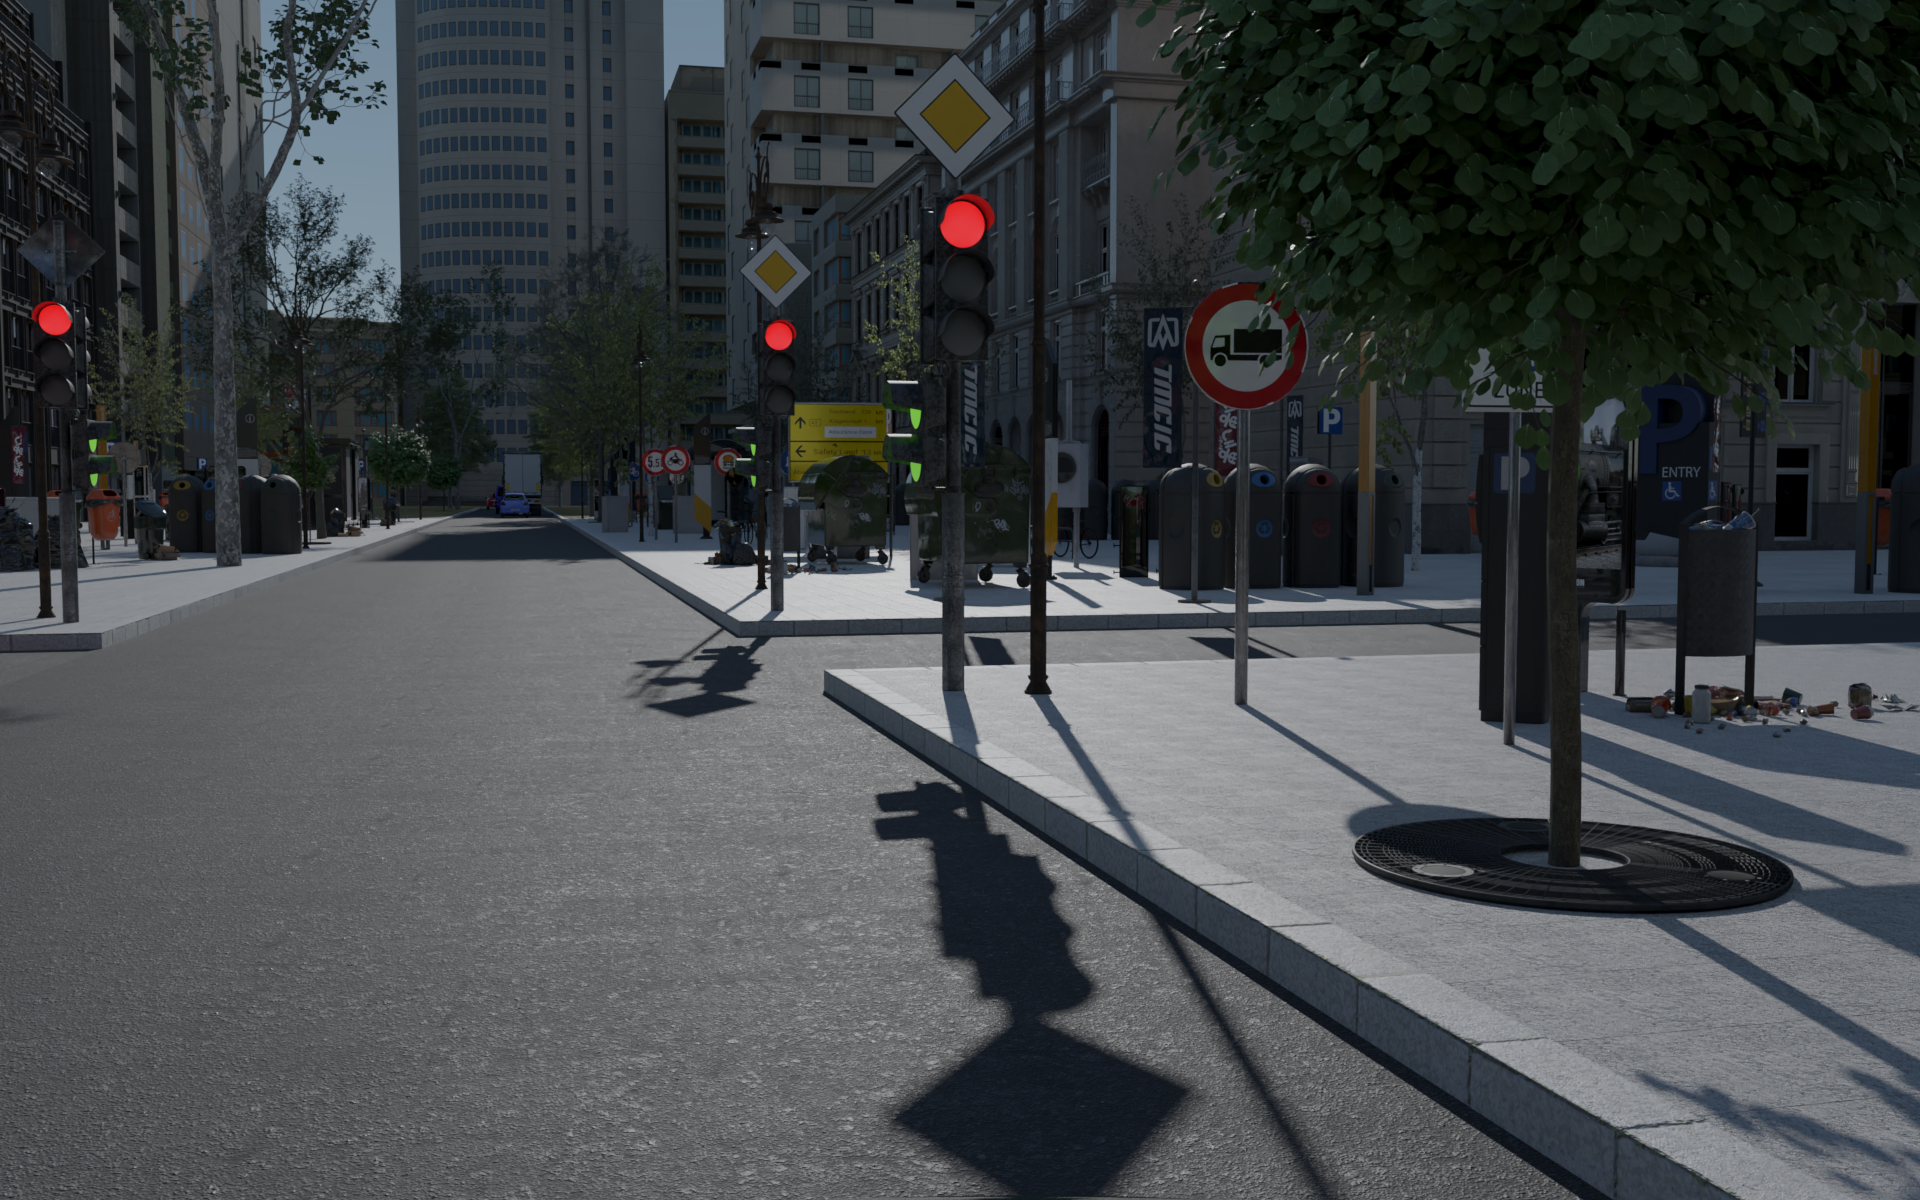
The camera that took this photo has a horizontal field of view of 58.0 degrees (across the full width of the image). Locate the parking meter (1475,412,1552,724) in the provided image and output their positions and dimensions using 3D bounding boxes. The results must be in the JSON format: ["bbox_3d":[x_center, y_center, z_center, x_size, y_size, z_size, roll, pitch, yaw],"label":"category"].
[{"bbox_3d":[3.129,-0.248,9.771,0.399,1.863,0.255,2,4,29],"label":"parking meter"}]

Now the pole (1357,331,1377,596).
[{"bbox_3d":[5.135,-1.713,21.851,0.158,3.312,0.155,0,3,0],"label":"pole"}]

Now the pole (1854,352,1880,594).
[{"bbox_3d":[11.635,-1.734,22.199,0.158,3.312,0.155,0,3,0],"label":"pole"}]

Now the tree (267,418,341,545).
[{"bbox_3d":[-16.503,-3.026,44.070,1.663,3.219,1.824,0,3,0],"label":"tree"}]

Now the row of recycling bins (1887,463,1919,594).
[{"bbox_3d":[13.804,-0.976,23.069,3.534,1.692,1.069,-1,4,-21],"label":"row of recycling bins"}]

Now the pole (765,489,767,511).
[{"bbox_3d":[-6.645,-3.978,58.886,0.158,3.312,0.155,0,3,0],"label":"pole"}]

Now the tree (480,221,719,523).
[{"bbox_3d":[-15.963,-10.212,77.333,12.009,13.543,11.850,0,3,0],"label":"tree"}]

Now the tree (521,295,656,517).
[{"bbox_3d":[-20.427,-10.967,97.433,7.486,12.596,7.792,0,3,0],"label":"tree"}]

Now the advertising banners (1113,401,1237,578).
[{"bbox_3d":[3.396,-1.861,26.622,2.074,3.025,0.090,0,4,-5],"label":"advertising banners"}]

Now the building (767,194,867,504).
[{"bbox_3d":[2.687,-16.662,117.469,27.650,21.520,28.899,-1,4,-14],"label":"building"}]

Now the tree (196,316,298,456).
[{"bbox_3d":[-29.713,-7.487,72.770,4.737,8.622,4.395,0,3,0],"label":"tree"}]

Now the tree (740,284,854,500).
[{"bbox_3d":[-5.244,-6.787,61.334,4.360,8.622,3.978,0,3,0],"label":"tree"}]

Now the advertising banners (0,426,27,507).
[{"bbox_3d":[-24.507,-2.925,44.006,0.090,3.025,2.074,1,4,18],"label":"advertising banners"}]

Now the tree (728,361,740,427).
[{"bbox_3d":[-8.980,-8.120,83.127,4.360,8.622,3.978,0,3,0],"label":"tree"}]

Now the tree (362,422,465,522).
[{"bbox_3d":[-25.548,-5.815,78.790,4.285,4.588,4.351,0,3,0],"label":"tree"}]

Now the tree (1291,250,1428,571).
[{"bbox_3d":[7.407,-4.797,28.796,4.737,8.622,4.395,0,3,0],"label":"tree"}]

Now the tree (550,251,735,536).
[{"bbox_3d":[-9.274,-6.253,52.607,4.737,8.622,4.395,0,3,0],"label":"tree"}]

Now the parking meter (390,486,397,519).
[{"bbox_3d":[-29.185,-5.115,89.348,0.255,1.863,0.399,0,4,7],"label":"parking meter"}]

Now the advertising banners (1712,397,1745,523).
[{"bbox_3d":[9.910,-1.602,22.384,0.090,3.025,2.074,2,4,34],"label":"advertising banners"}]

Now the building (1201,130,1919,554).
[{"bbox_3d":[19.967,-15.115,44.390,25.104,27.353,12.463,-1,4,-14],"label":"building"}]

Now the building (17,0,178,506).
[{"bbox_3d":[-50.752,-19.588,91.963,14.160,30.474,14.107,-1,4,-14],"label":"building"}]

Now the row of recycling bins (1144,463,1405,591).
[{"bbox_3d":[4.408,-1.020,23.784,3.534,1.692,1.069,-1,4,-16],"label":"row of recycling bins"}]

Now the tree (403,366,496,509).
[{"bbox_3d":[-44.730,-14.303,151.981,7.486,12.596,7.792,0,3,0],"label":"tree"}]

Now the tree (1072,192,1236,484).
[{"bbox_3d":[4.950,-5.579,41.581,4.360,8.622,3.978,0,3,0],"label":"tree"}]

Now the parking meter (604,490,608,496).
[{"bbox_3d":[-18.361,-5.004,90.224,0.372,1.533,0.369,0,3,0],"label":"parking meter"}]

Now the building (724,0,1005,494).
[{"bbox_3d":[-4.544,-33.913,143.720,28.713,52.752,27.495,-1,4,-14],"label":"building"}]

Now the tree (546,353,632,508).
[{"bbox_3d":[-18.646,-8.430,88.187,4.360,8.622,3.978,0,3,0],"label":"tree"}]

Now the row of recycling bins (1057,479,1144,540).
[{"bbox_3d":[4.204,-2.534,48.545,3.534,1.692,1.069,0,4,-8],"label":"row of recycling bins"}]

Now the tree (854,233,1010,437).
[{"bbox_3d":[-0.757,-6.001,48.478,4.360,8.622,3.978,0,3,0],"label":"tree"}]

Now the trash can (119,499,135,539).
[{"bbox_3d":[-23.808,-2.331,49.773,0.748,1.137,0.748,0,3,0],"label":"trash can"}]

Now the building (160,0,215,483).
[{"bbox_3d":[-53.855,-27.846,105.399,14.600,45.320,14.200,-1,4,-14],"label":"building"}]

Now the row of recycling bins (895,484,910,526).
[{"bbox_3d":[-3.608,-3.926,71.307,3.534,1.692,1.069,1,4,21],"label":"row of recycling bins"}]

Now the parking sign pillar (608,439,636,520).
[{"bbox_3d":[-16.492,-5.869,84.428,1.447,3.967,1.447,-3,4,-36],"label":"parking sign pillar"}]

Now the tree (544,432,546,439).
[{"bbox_3d":[-36.148,-12.687,157.787,4.360,8.622,3.978,0,3,0],"label":"tree"}]

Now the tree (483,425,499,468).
[{"bbox_3d":[-47.743,-14.110,165.117,8.767,10.594,7.601,0,4,5],"label":"tree"}]

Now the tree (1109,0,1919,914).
[{"bbox_3d":[2.163,-1.357,5.904,4.285,4.588,4.351,0,3,0],"label":"tree"}]

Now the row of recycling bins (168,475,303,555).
[{"bbox_3d":[-15.763,-1.869,37.675,3.534,1.692,1.069,2,4,24],"label":"row of recycling bins"}]

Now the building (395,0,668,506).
[{"bbox_3d":[-48.182,-39.955,195.265,28.212,58.520,21.231,-1,4,-14],"label":"building"}]

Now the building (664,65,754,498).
[{"bbox_3d":[-23.961,-35.342,201.549,21.600,48.544,21.300,-1,4,-14],"label":"building"}]

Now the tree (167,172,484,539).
[{"bbox_3d":[-18.387,-7.053,49.723,8.767,10.594,7.601,-1,4,-15],"label":"tree"}]

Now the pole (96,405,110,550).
[{"bbox_3d":[-19.678,-2.810,39.780,0.158,3.312,0.155,0,3,0],"label":"pole"}]

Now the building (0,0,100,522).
[{"bbox_3d":[-44.461,-14.815,71.910,12.332,23.373,15.834,-1,4,-14],"label":"building"}]

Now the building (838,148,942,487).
[{"bbox_3d":[0.783,-13.628,87.438,10.561,19.102,19.286,-1,4,-14],"label":"building"}]

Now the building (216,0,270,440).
[{"bbox_3d":[-67.338,-32.989,128.606,27.495,52.752,28.713,-1,4,-14],"label":"building"}]

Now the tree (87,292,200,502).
[{"bbox_3d":[-29.551,-6.886,62.955,4.360,8.622,3.978,0,3,0],"label":"tree"}]

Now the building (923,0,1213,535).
[{"bbox_3d":[7.716,-13.734,66.348,13.314,21.916,24.055,-1,4,-14],"label":"building"}]

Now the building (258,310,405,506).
[{"bbox_3d":[-77.118,-21.254,192.540,28.899,21.520,27.650,-1,4,-14],"label":"building"}]

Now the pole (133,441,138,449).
[{"bbox_3d":[-31.423,-4.419,66.096,0.158,3.312,0.155,0,3,0],"label":"pole"}]

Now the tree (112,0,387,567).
[{"bbox_3d":[-11.537,-10.664,30.241,12.611,20.169,13.585,0,3,0],"label":"tree"}]
